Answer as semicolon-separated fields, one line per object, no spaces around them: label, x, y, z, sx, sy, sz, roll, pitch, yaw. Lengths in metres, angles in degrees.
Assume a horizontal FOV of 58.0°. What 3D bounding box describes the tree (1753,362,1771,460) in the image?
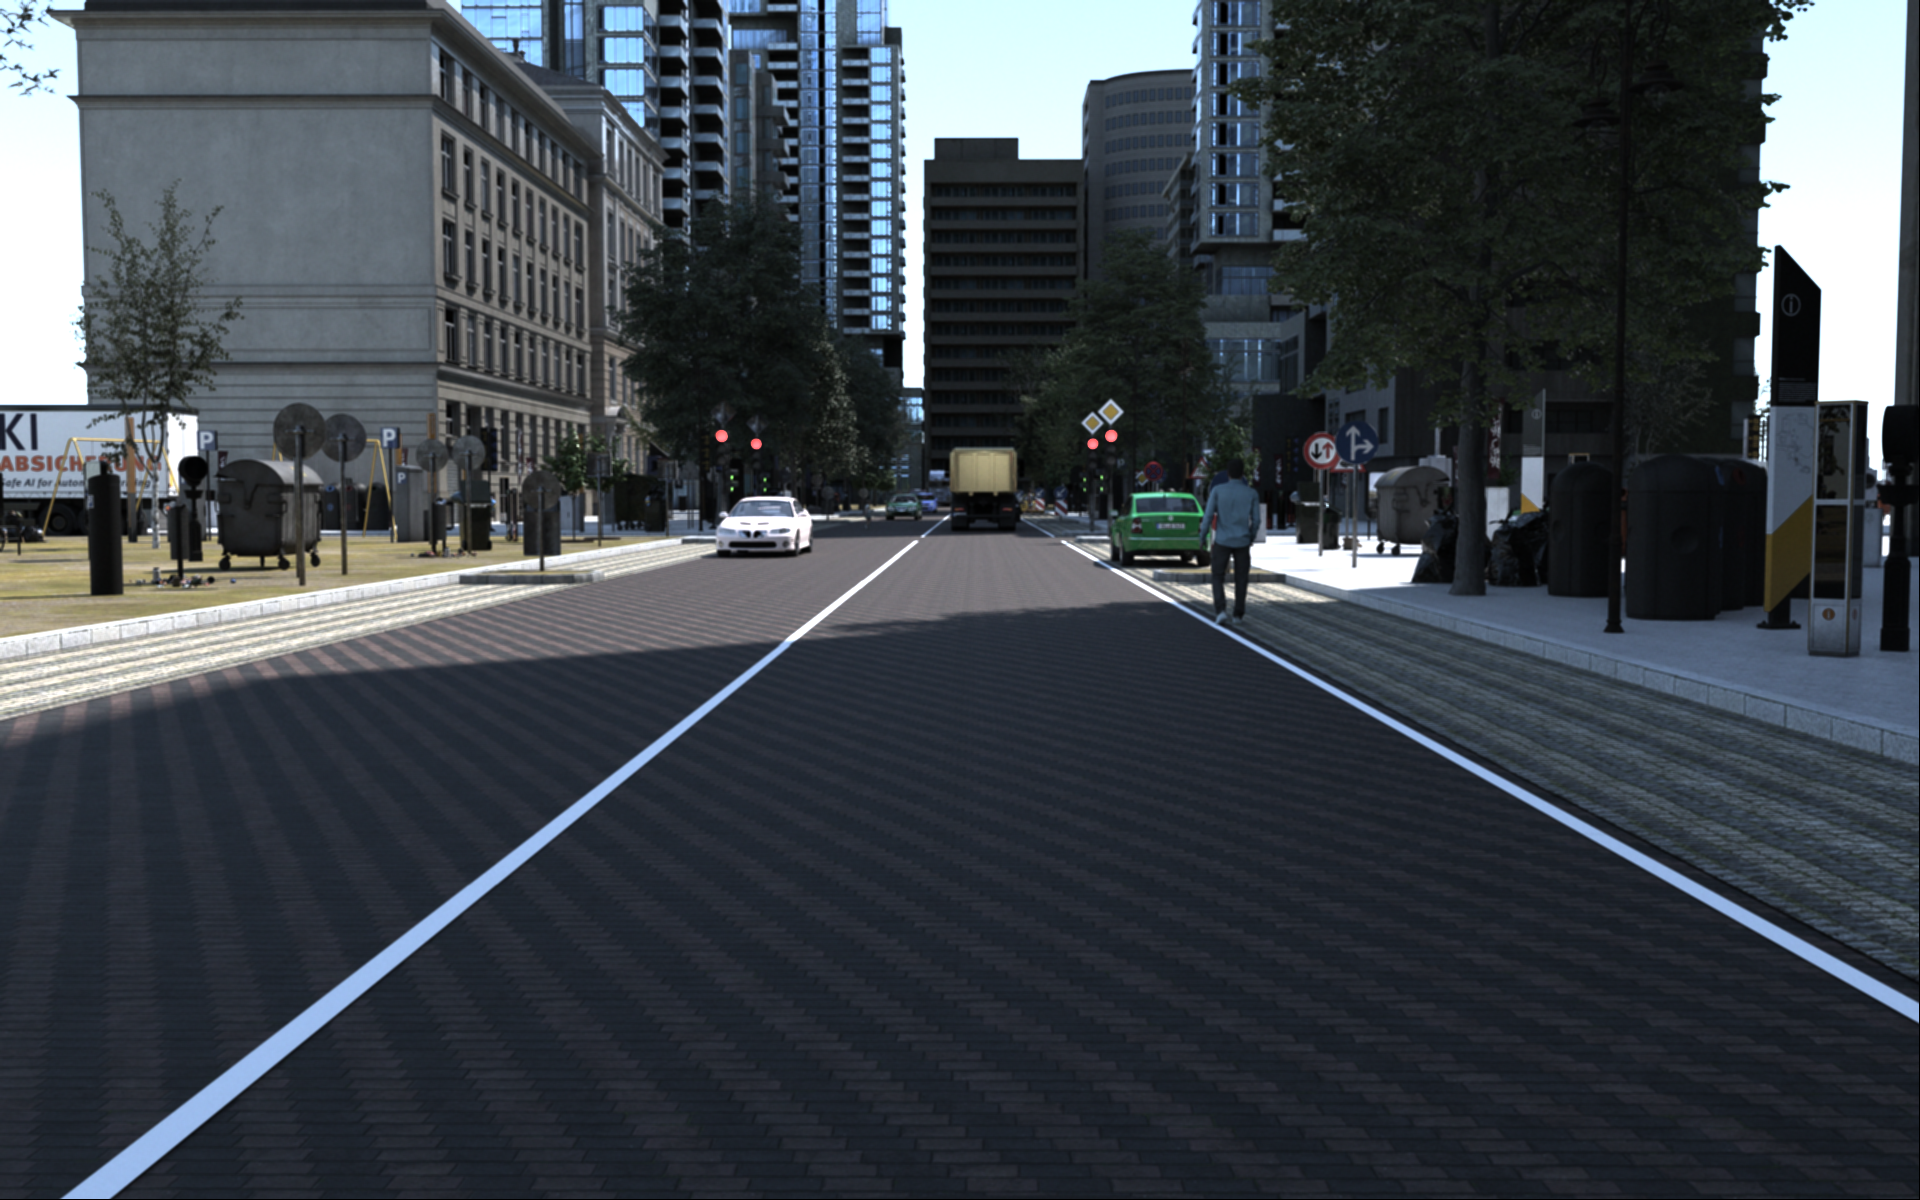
tree;34.523;-7.767;77.353;4.737;8.622;4.395;0;3;0

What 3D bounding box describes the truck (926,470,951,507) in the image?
truck;-2.395;-12.917;200.949;2.967;4.110;18.799;0;4;-1

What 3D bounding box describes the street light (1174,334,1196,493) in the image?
street light;6.486;-4.729;50.114;0.468;5.910;1.993;0;4;1

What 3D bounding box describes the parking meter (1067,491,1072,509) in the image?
parking meter;7.840;-7.052;123.709;0.372;1.533;0.369;0;3;0

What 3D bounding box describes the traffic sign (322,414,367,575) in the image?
traffic sign;-9.792;-1.674;27.482;0.768;2.556;0.104;0;4;3

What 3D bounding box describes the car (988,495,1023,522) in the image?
car;2.298;-4.940;90.553;2.009;1.686;4.222;0;4;1

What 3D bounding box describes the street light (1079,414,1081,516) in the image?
street light;6.929;-7.757;99.614;0.468;5.910;1.993;0;4;1

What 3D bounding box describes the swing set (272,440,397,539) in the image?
swing set;-18.010;-3.148;49.093;3.119;2.851;2.862;-3;4;-37

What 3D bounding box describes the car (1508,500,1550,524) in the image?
car;19.416;-2.641;54.985;4.920;1.459;2.131;0;4;-1

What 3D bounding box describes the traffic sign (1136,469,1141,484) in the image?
traffic sign;9.035;-5.431;88.896;0.768;2.556;0.104;1;4;8

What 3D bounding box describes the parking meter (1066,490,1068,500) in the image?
parking meter;8.205;-7.730;132.096;0.255;1.863;0.399;1;4;9

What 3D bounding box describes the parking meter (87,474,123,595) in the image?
parking meter;-10.881;-0.834;22.051;0.372;1.533;0.369;0;3;0

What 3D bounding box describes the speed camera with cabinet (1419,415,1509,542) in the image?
speed camera with cabinet;12.178;-2.908;41.876;2.038;3.252;0.660;0;4;2

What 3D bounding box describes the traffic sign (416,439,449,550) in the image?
traffic sign;-12.191;-2.441;40.011;0.768;2.556;0.104;0;4;4

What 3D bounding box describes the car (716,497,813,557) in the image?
car;-4.595;-1.762;41.165;2.083;1.381;4.827;0;4;2

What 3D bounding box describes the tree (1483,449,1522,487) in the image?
tree;20.364;-4.367;66.008;1.663;3.219;1.824;0;3;0

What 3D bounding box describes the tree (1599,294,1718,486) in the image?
tree;25.855;-7.010;64.969;4.360;8.622;3.978;0;3;0

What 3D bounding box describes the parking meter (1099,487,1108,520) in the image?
parking meter;7.125;-4.917;86.104;0.399;1.863;0.255;3;5;45

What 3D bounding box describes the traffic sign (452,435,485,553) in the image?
traffic sign;-10.639;-2.286;37.488;0.768;2.556;0.104;1;4;9

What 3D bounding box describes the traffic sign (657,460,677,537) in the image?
traffic sign;-8.790;-3.050;51.996;0.606;2.300;0.079;1;4;10

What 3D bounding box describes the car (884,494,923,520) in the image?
car;-3.108;-5.183;96.543;2.131;1.459;4.920;0;4;2

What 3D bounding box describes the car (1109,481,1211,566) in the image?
car;4.075;-1.635;35.525;1.959;1.807;4.718;0;4;1

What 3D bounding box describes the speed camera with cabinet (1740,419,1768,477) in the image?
speed camera with cabinet;20.330;-3.103;45.071;2.038;3.252;0.660;-3;5;-44

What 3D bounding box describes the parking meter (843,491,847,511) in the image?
parking meter;-8.752;-7.548;131.817;0.372;1.533;0.369;0;3;0

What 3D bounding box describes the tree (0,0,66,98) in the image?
tree;-9.346;-6.149;10.912;12.009;13.543;11.850;0;3;0

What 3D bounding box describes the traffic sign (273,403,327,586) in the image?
traffic sign;-9.229;-1.475;24.229;0.768;2.556;0.104;0;4;4

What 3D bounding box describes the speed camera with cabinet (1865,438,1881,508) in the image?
speed camera with cabinet;31.140;-4.075;60.963;2.038;3.252;0.660;2;4;27

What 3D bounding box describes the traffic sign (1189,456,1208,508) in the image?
traffic sign;8.336;-3.656;59.772;0.884;2.594;0.081;1;4;10

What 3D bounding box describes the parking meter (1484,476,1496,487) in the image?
parking meter;15.702;-2.791;51.351;0.255;1.863;0.399;0;4;-4

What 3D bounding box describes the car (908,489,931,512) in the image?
car;-3.383;-8.039;140.112;2.281;1.827;5.304;0;4;-1

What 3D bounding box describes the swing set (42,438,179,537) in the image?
swing set;-24.052;-3.184;49.674;2.862;2.851;3.119;2;4;26

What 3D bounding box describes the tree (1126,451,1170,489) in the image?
tree;14.151;-8.958;130.171;4.285;4.588;4.351;0;3;0

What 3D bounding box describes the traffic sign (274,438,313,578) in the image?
traffic sign;-10.147;-1.616;26.522;0.768;2.556;0.104;0;4;7

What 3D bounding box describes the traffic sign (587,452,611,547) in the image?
traffic sign;-8.798;-2.453;42.230;0.606;2.300;0.079;0;4;5

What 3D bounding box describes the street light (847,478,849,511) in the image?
street light;-8.265;-9.472;127.650;0.468;5.910;1.993;0;4;1

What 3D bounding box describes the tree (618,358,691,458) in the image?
tree;-15.752;-8.673;92.163;4.737;8.622;4.395;0;3;0

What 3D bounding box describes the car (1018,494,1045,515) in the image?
car;4.887;-6.677;119.387;2.015;1.641;3.980;0;4;-1

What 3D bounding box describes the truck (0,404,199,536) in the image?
truck;-30.345;-4.053;55.178;11.283;4.237;2.839;0;4;-1

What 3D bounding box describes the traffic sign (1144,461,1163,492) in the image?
traffic sign;7.545;-4.128;67.600;0.768;2.556;0.104;1;4;9

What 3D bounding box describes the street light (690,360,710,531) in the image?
street light;-8.971;-5.322;59.798;0.468;5.910;1.993;0;4;1

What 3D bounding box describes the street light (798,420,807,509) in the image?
street light;-8.493;-7.397;93.723;0.468;5.910;1.993;0;4;1

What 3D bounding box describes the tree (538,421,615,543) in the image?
tree;-10.409;-3.145;46.027;1.663;3.219;1.824;0;3;0

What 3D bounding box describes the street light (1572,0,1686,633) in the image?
street light;6.060;-2.635;15.874;0.468;5.910;1.993;0;4;1

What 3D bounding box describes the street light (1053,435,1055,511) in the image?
street light;7.300;-9.840;133.672;0.468;5.910;1.993;0;4;1

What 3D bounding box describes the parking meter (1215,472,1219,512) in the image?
parking meter;6.857;-2.462;45.959;0.255;1.863;0.399;1;4;13

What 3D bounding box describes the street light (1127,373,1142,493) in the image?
street light;6.586;-5.663;65.377;0.468;5.910;1.993;0;4;1

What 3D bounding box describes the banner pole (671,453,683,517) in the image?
banner pole;-15.893;-6.540;96.939;0.863;3.779;0.401;-2;4;-28

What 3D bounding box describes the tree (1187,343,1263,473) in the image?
tree;12.751;-8.255;85.330;4.737;8.622;4.395;0;3;0

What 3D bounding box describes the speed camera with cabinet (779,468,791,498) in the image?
speed camera with cabinet;-13.032;-8.008;125.260;0.660;3.252;2.038;2;4;32

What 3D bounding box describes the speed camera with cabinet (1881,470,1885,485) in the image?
speed camera with cabinet;60.378;-7.362;114.706;0.660;3.252;2.038;-2;4;-23

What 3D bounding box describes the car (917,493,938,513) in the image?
car;-2.625;-7.430;131.075;1.945;1.707;3.694;0;4;2

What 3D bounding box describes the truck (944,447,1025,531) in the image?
truck;0.980;-4.576;70.747;3.469;3.379;9.791;0;4;1
